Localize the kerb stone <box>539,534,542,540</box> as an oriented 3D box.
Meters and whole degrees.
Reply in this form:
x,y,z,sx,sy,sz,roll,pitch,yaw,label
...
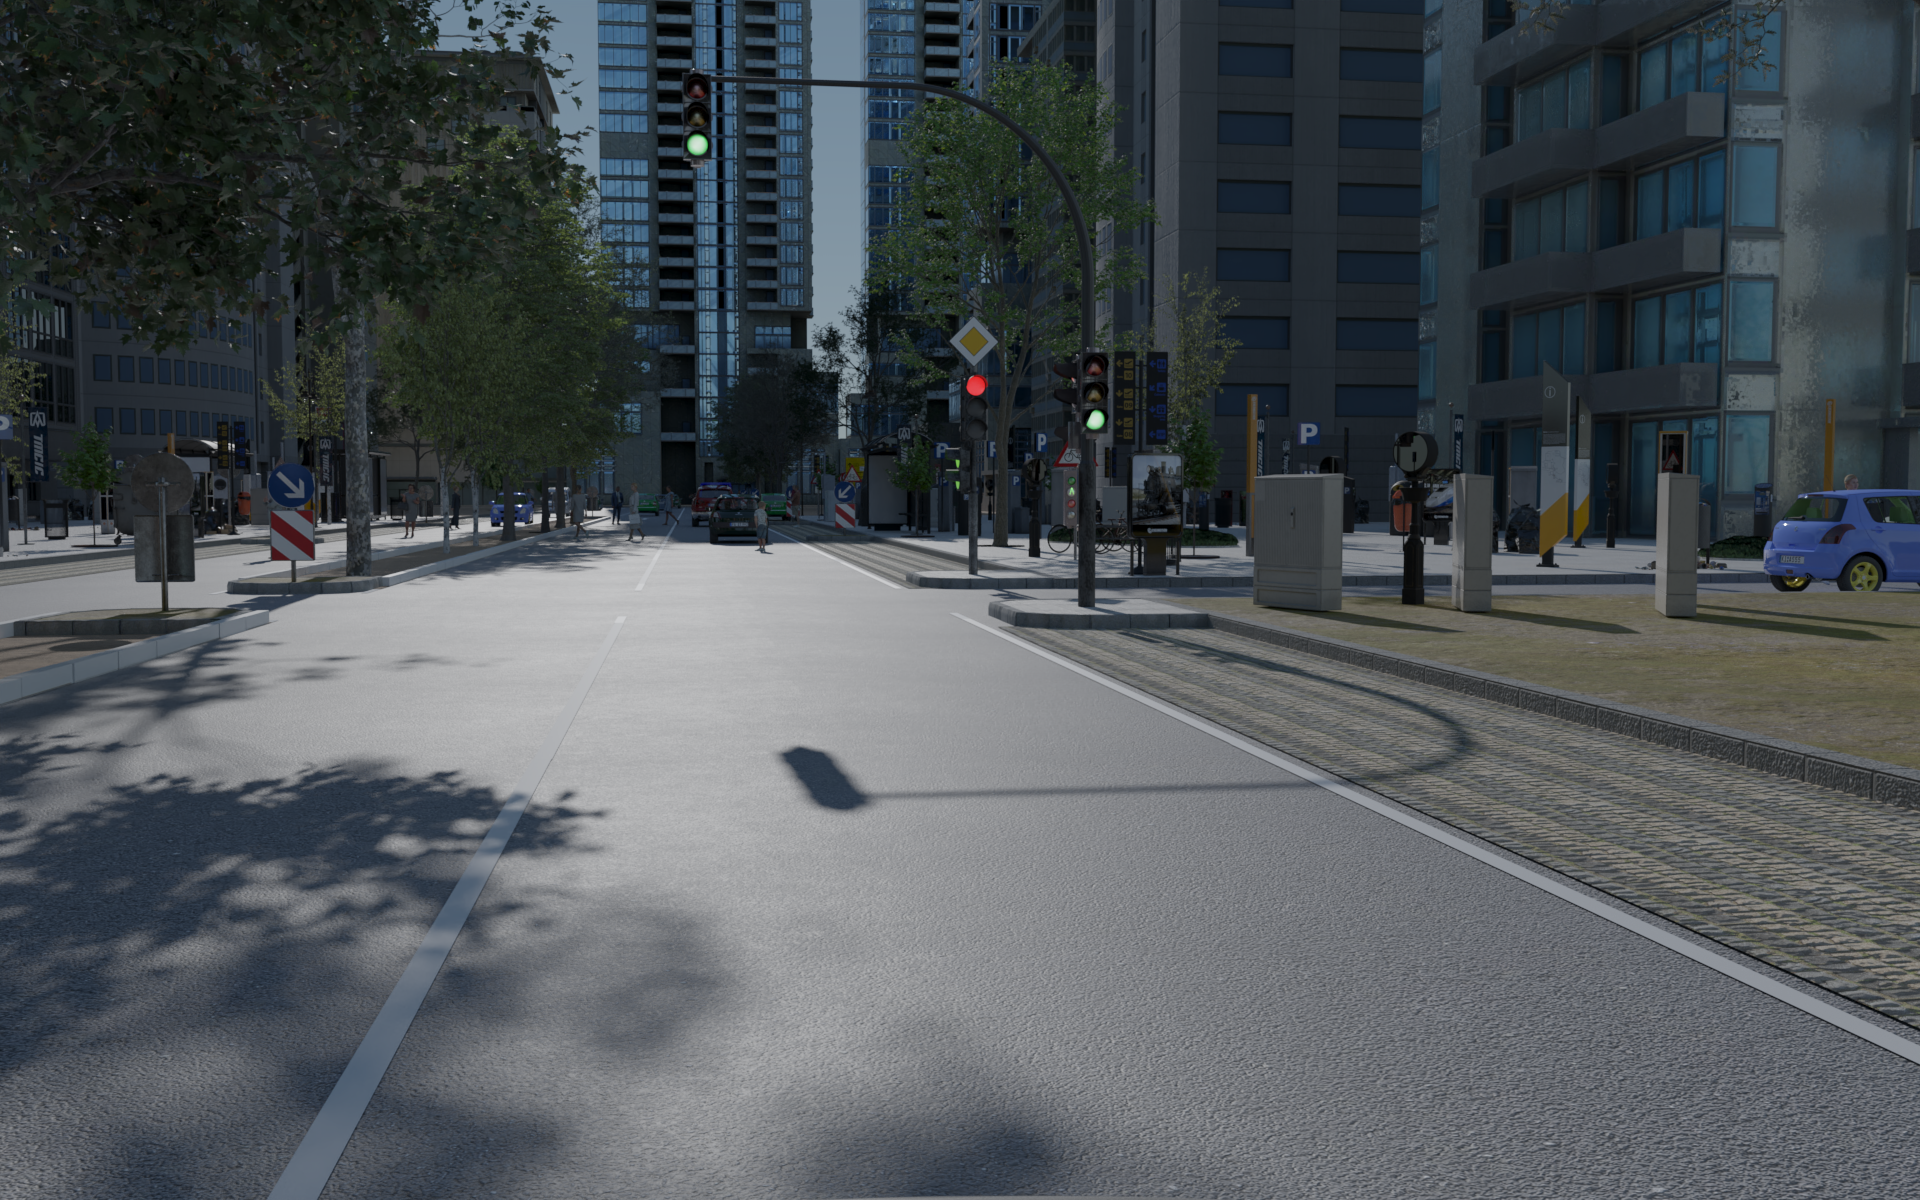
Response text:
x,y,z,sx,sy,sz,roll,pitch,yaw,label
-12.882,-1.856,52.612,0.120,0.150,1.000,-1,4,-9,kerb stone

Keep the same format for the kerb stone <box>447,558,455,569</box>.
x,y,z,sx,sy,sz,roll,pitch,yaw,label
-9.907,-0.684,33.384,0.120,0.150,1.000,-1,4,-9,kerb stone

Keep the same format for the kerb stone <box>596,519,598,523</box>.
x,y,z,sx,sy,sz,roll,pitch,yaw,label
-17.581,-3.723,83.065,0.120,0.150,1.000,-1,4,-9,kerb stone

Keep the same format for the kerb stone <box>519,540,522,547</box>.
x,y,z,sx,sy,sz,roll,pitch,yaw,label
-11.942,-1.489,46.536,0.120,0.150,1.000,-1,4,-9,kerb stone

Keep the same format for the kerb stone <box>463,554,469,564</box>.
x,y,z,sx,sy,sz,roll,pitch,yaw,label
-10.221,-0.808,35.408,0.120,0.150,1.000,-1,4,-9,kerb stone

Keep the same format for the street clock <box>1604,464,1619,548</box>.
x,y,z,sx,sy,sz,roll,pitch,yaw,label
15.512,-2.243,41.239,0.358,2.002,0.471,1,4,15,street clock

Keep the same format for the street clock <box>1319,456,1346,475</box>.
x,y,z,sx,sy,sz,roll,pitch,yaw,label
7.118,-1.747,33.132,0.358,2.002,0.471,-3,5,-40,street clock

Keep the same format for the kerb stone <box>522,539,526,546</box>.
x,y,z,sx,sy,sz,roll,pitch,yaw,label
-12.097,-1.551,47.548,0.120,0.150,1.000,-1,4,-9,kerb stone

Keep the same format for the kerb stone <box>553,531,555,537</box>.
x,y,z,sx,sy,sz,roll,pitch,yaw,label
-13.668,-2.171,57.693,0.120,0.150,1.000,-1,4,-9,kerb stone

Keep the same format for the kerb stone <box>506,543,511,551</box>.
x,y,z,sx,sy,sz,roll,pitch,yaw,label
-11.467,-1.302,43.504,0.120,0.150,1.000,-1,4,-9,kerb stone

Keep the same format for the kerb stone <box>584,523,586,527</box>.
x,y,z,sx,sy,sz,roll,pitch,yaw,label
-16.175,-3.164,73.935,0.120,0.150,1.000,-1,4,-9,kerb stone

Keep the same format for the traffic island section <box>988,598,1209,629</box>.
x,y,z,sx,sy,sz,roll,pitch,yaw,label
1.453,0.154,19.756,2.009,0.180,2.903,-1,4,-9,traffic island section

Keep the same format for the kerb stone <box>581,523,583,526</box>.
x,y,z,sx,sy,sz,roll,pitch,yaw,label
-15.861,-3.041,71.912,0.120,0.150,1.000,-1,4,-9,kerb stone

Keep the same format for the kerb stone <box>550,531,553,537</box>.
x,y,z,sx,sy,sz,roll,pitch,yaw,label
-13.518,-2.106,56.677,0.120,0.150,1.000,-1,4,-9,kerb stone

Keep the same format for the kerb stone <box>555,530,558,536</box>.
x,y,z,sx,sy,sz,roll,pitch,yaw,label
-13.823,-2.231,58.707,0.120,0.150,1.000,-1,4,-9,kerb stone

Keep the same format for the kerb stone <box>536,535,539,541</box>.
x,y,z,sx,sy,sz,roll,pitch,yaw,label
-12.718,-1.798,51.599,0.120,0.150,1.000,-1,4,-9,kerb stone

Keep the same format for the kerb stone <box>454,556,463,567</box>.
x,y,z,sx,sy,sz,roll,pitch,yaw,label
-10.058,-0.746,34.398,0.120,0.150,1.000,-1,4,-9,kerb stone

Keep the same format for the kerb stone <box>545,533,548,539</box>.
x,y,z,sx,sy,sz,roll,pitch,yaw,label
-13.193,-1.983,54.639,0.120,0.150,1.000,-1,4,-9,kerb stone

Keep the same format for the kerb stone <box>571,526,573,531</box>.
x,y,z,sx,sy,sz,roll,pitch,yaw,label
-14.915,-2.668,65.811,0.120,0.150,1.000,-1,4,-9,kerb stone

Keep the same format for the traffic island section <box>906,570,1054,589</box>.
x,y,z,sx,sy,sz,roll,pitch,yaw,label
0.234,-0.328,27.648,2.009,0.180,2.903,-1,4,-9,traffic island section

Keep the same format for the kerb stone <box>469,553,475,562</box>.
x,y,z,sx,sy,sz,roll,pitch,yaw,label
-10.378,-0.861,36.419,0.120,0.150,1.000,-1,4,-9,kerb stone

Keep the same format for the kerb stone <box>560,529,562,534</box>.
x,y,z,sx,sy,sz,roll,pitch,yaw,label
-14.137,-2.357,60.740,0.120,0.150,1.000,-1,4,-9,kerb stone

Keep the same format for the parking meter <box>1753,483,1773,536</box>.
x,y,z,sx,sy,sz,roll,pitch,yaw,label
18.232,-1.891,39.332,0.372,1.533,0.369,0,3,0,parking meter

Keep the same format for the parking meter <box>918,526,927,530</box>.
x,y,z,sx,sy,sz,roll,pitch,yaw,label
-1.341,-3.389,61.116,0.255,1.863,0.399,-2,4,-33,parking meter

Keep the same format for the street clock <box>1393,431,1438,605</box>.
x,y,z,sx,sy,sz,roll,pitch,yaw,label
5.274,-0.950,20.101,0.358,2.002,0.471,-3,5,-43,street clock

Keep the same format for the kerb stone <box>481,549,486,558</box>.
x,y,z,sx,sy,sz,roll,pitch,yaw,label
-10.691,-0.993,38.439,0.120,0.150,1.000,-1,4,-9,kerb stone

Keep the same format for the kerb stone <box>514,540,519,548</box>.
x,y,z,sx,sy,sz,roll,pitch,yaw,label
-11.783,-1.427,45.524,0.120,0.150,1.000,-1,4,-9,kerb stone

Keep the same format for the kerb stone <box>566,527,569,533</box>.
x,y,z,sx,sy,sz,roll,pitch,yaw,label
-14.602,-2.544,63.786,0.120,0.150,1.000,-1,4,-9,kerb stone

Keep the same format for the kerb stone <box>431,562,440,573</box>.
x,y,z,sx,sy,sz,roll,pitch,yaw,label
-9.600,-0.560,31.356,0.120,0.150,1.000,-1,4,-9,kerb stone

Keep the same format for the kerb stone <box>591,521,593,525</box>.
x,y,z,sx,sy,sz,roll,pitch,yaw,label
-16.961,-3.472,79.004,0.120,0.150,1.000,-1,4,-9,kerb stone

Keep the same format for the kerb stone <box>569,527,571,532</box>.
x,y,z,sx,sy,sz,roll,pitch,yaw,label
-14.763,-2.606,64.796,0.120,0.150,1.000,-1,4,-9,kerb stone

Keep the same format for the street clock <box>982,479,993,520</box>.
x,y,z,sx,sy,sz,roll,pitch,yaw,label
1.468,-4.891,84.531,0.471,2.002,0.358,1,4,12,street clock

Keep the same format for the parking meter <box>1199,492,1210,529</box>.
x,y,z,sx,sy,sz,roll,pitch,yaw,label
8.699,-3.259,61.701,0.372,1.533,0.369,0,3,0,parking meter

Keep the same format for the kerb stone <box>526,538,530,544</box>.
x,y,z,sx,sy,sz,roll,pitch,yaw,label
-12.252,-1.612,48.568,0.120,0.150,1.000,-1,4,-9,kerb stone

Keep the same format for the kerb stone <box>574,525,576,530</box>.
x,y,z,sx,sy,sz,roll,pitch,yaw,label
-15.234,-2.791,67.845,0.120,0.150,1.000,-1,4,-9,kerb stone

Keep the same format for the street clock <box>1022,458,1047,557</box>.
x,y,z,sx,sy,sz,roll,pitch,yaw,label
1.516,-1.873,35.198,0.471,2.002,0.358,-2,4,-23,street clock

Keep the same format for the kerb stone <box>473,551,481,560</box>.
x,y,z,sx,sy,sz,roll,pitch,yaw,label
-10.536,-0.932,37.428,0.120,0.150,1.000,-1,4,-9,kerb stone

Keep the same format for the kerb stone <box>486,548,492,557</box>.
x,y,z,sx,sy,sz,roll,pitch,yaw,label
-10.846,-1.055,39.449,0.120,0.150,1.000,-1,4,-9,kerb stone

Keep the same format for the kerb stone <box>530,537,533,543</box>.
x,y,z,sx,sy,sz,roll,pitch,yaw,label
-12.413,-1.675,49.577,0.120,0.150,1.000,-1,4,-9,kerb stone

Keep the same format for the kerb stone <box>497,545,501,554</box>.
x,y,z,sx,sy,sz,roll,pitch,yaw,label
-11.160,-1.179,41.476,0.120,0.150,1.000,-1,4,-9,kerb stone

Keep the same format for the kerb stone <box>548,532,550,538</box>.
x,y,z,sx,sy,sz,roll,pitch,yaw,label
-13.353,-2.047,55.657,0.120,0.150,1.000,-1,4,-9,kerb stone

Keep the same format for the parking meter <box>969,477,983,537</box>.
x,y,z,sx,sy,sz,roll,pitch,yaw,label
0.486,-2.853,52.363,0.399,1.863,0.255,0,4,4,parking meter

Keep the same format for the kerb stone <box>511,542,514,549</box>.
x,y,z,sx,sy,sz,roll,pitch,yaw,label
-11.632,-1.363,44.513,0.120,0.150,1.000,-1,4,-9,kerb stone

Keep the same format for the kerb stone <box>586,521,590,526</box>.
x,y,z,sx,sy,sz,roll,pitch,yaw,label
-16.648,-3.350,76.970,0.120,0.150,1.000,-1,4,-9,kerb stone

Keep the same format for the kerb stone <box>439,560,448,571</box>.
x,y,z,sx,sy,sz,roll,pitch,yaw,label
-9.756,-0.622,32.370,0.120,0.150,1.000,-1,4,-9,kerb stone

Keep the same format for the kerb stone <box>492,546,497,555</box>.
x,y,z,sx,sy,sz,roll,pitch,yaw,label
-11.002,-1.117,40.460,0.120,0.150,1.000,-1,4,-9,kerb stone

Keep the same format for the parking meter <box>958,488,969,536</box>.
x,y,z,sx,sy,sz,roll,pitch,yaw,label
0.118,-2.764,53.605,0.372,1.533,0.369,0,3,0,parking meter

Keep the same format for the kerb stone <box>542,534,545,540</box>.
x,y,z,sx,sy,sz,roll,pitch,yaw,label
-13.038,-1.921,53.629,0.120,0.150,1.000,-1,4,-9,kerb stone

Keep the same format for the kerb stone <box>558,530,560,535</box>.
x,y,z,sx,sy,sz,roll,pitch,yaw,label
-13.983,-2.293,59.719,0.120,0.150,1.000,-1,4,-9,kerb stone

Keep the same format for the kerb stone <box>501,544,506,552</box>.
x,y,z,sx,sy,sz,roll,pitch,yaw,label
-11.318,-1.241,42.493,0.120,0.150,1.000,-1,4,-9,kerb stone

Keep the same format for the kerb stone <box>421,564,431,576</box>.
x,y,z,sx,sy,sz,roll,pitch,yaw,label
-9.440,-0.498,30.334,0.120,0.150,1.000,-1,4,-9,kerb stone

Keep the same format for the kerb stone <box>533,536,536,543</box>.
x,y,z,sx,sy,sz,roll,pitch,yaw,label
-12.575,-1.736,50.587,0.120,0.150,1.000,-1,4,-9,kerb stone

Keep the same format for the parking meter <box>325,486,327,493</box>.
x,y,z,sx,sy,sz,roll,pitch,yaw,label
-32.264,-5.067,88.558,0.399,1.863,0.255,-1,4,-21,parking meter

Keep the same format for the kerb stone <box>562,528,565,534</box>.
x,y,z,sx,sy,sz,roll,pitch,yaw,label
-14.288,-2.413,61.751,0.120,0.150,1.000,-1,4,-9,kerb stone

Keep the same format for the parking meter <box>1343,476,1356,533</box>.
x,y,z,sx,sy,sz,roll,pitch,yaw,label
12.739,-3.123,56.770,0.399,1.863,0.255,2,4,35,parking meter
